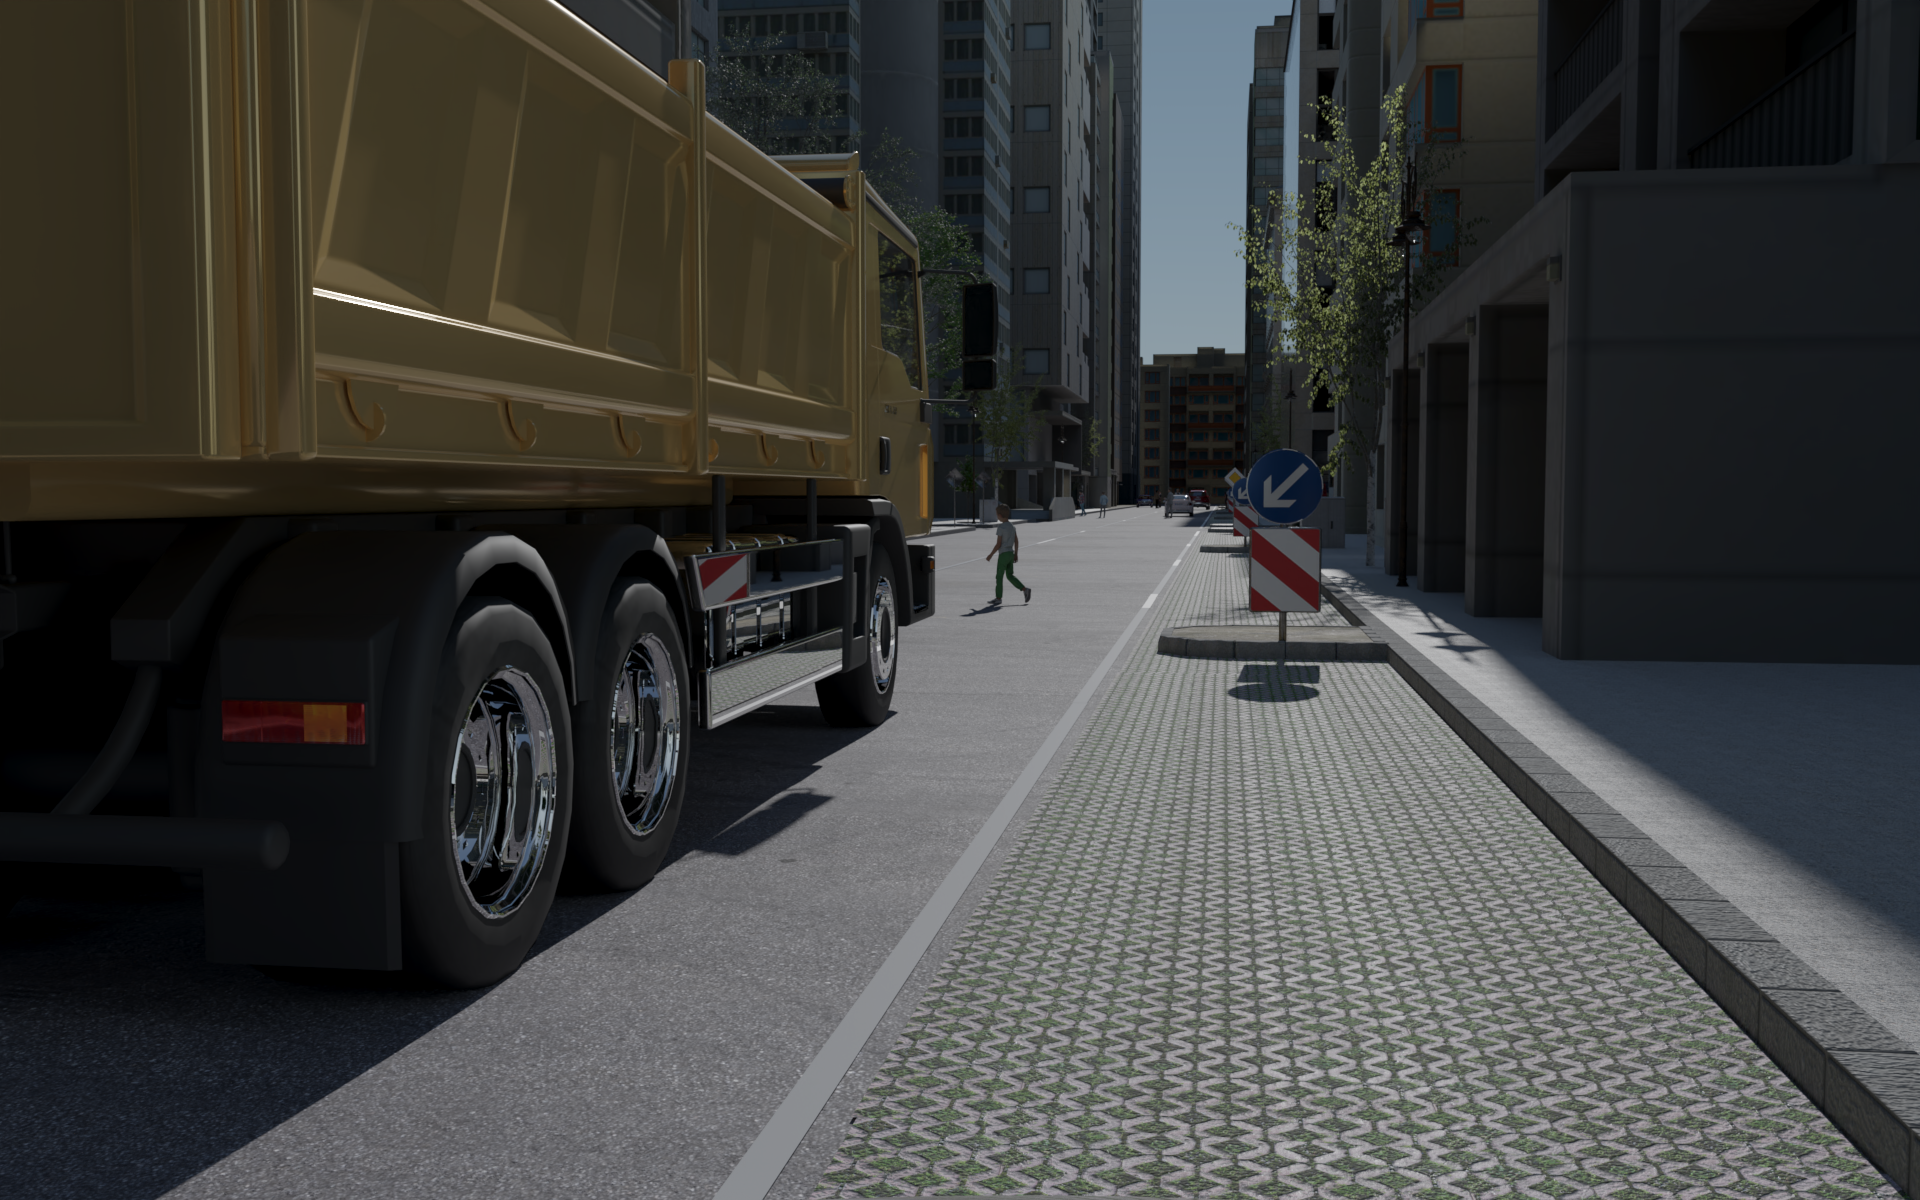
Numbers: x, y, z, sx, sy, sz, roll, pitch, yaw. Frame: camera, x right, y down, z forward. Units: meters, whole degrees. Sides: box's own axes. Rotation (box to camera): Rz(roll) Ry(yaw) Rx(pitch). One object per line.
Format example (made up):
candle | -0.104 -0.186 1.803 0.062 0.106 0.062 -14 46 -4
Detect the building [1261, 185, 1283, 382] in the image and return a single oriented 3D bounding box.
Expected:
building | 29.608 -20.537 133.039 12.463 27.353 25.104 1 4 9

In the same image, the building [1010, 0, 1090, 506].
building | -4.432 -33.114 130.657 28.713 52.752 27.495 1 4 9

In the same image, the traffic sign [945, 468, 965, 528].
traffic sign | -0.198 -3.837 66.375 0.795 2.450 0.064 1 4 9

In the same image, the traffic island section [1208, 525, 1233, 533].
traffic island section | 10.297 -2.603 64.835 2.009 0.180 2.903 1 4 9

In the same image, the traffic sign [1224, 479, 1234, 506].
traffic sign | 11.478 -4.221 72.655 0.795 2.450 0.064 1 4 9

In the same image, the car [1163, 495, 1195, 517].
car | 14.124 -6.071 111.629 2.083 1.381 4.827 0 4 7

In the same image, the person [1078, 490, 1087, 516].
person | 7.897 -6.259 111.672 0.643 1.720 0.563 0 4 -7

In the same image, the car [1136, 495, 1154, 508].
car | 19.575 -10.449 183.425 1.945 1.354 3.894 0 4 7

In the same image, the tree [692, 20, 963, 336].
tree | -5.015 -8.235 45.017 12.009 13.543 11.850 0 3 0

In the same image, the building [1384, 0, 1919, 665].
building | 15.407 -35.223 14.142 20.563 71.187 20.611 1 4 9

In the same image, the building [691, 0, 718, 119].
building | -16.282 -23.026 60.073 14.086 41.232 14.154 1 4 9

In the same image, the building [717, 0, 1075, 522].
building | -10.089 -24.829 97.831 32.217 40.220 23.993 1 4 9

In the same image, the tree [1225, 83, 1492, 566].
tree | 7.106 -4.917 30.760 4.360 8.622 3.978 0 3 0

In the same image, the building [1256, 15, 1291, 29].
building | 39.867 -33.540 172.080 21.300 48.544 21.600 1 4 9

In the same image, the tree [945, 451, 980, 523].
tree | 0.398 -5.059 77.318 1.663 3.219 1.824 0 3 0

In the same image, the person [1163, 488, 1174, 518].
person | 12.417 -5.774 103.110 0.583 1.804 0.606 2 4 32

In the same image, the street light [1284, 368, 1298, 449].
street light | 12.128 -5.557 63.644 0.468 5.910 1.993 1 4 9

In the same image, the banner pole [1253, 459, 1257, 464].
banner pole | 20.876 -8.114 122.686 0.401 3.779 0.863 2 4 24

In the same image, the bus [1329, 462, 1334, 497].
bus | 21.167 -4.428 67.262 13.247 3.499 2.948 0 4 7

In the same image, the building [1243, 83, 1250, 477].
building | 42.966 -34.918 194.610 21.300 48.544 21.600 1 4 9

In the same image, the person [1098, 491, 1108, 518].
person | 8.629 -5.745 104.236 0.589 1.601 0.330 -1 4 -14

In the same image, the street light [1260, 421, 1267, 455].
street light | 18.787 -8.217 107.131 0.468 5.910 1.993 1 4 9

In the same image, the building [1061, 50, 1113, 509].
building | 6.252 -28.901 156.128 14.154 41.232 14.086 1 4 9

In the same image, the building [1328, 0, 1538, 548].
building | 25.095 -12.368 47.255 27.650 21.520 28.899 1 4 9

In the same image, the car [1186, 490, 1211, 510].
car | 21.697 -9.105 157.537 2.281 1.827 5.304 1 4 10

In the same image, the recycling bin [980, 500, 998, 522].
recycling bin | 1.305 -4.063 78.983 0.722 1.027 0.722 -1 4 -10

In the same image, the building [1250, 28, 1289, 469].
building | 33.247 -28.850 155.296 14.154 41.232 14.086 1 4 9

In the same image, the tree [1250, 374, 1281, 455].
tree | 19.015 -9.252 101.632 4.737 8.622 4.395 0 3 0

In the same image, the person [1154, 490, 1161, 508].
person | 19.692 -10.053 172.879 0.705 1.823 1.348 -1 4 -23

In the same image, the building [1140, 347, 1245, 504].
building | 35.291 -24.351 243.185 28.899 21.520 27.650 1 4 9

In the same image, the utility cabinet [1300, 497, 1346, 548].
utility cabinet | 8.592 -1.827 41.034 1.020 1.237 0.306 0 4 1

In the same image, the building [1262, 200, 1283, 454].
building | 24.671 -16.082 112.088 9.793 20.994 18.267 1 4 9

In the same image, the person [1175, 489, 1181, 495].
person | 17.328 -7.940 138.192 0.514 1.842 0.818 -3 5 -41

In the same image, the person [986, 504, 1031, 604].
person | 0.636 -0.602 22.590 0.590 1.304 0.306 1 4 19

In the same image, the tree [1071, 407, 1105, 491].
tree | 10.083 -11.970 146.077 4.360 8.622 3.978 0 3 0

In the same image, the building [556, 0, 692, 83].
building | -17.329 -24.485 24.024 21.300 48.544 21.600 1 4 9

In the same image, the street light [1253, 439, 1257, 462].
street light | 24.917 -10.608 146.234 0.468 5.910 1.993 1 4 9

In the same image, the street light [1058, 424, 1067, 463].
street light | 6.704 -8.614 113.633 0.468 5.910 1.993 1 4 9

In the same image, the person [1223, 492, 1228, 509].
person | 25.626 -9.617 167.212 0.415 1.643 0.593 0 4 -6

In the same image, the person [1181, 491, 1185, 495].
person | 24.790 -11.222 191.988 0.705 1.823 1.348 3 5 44

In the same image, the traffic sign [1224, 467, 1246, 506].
traffic sign | 10.272 -3.738 64.762 0.795 2.450 0.064 1 4 9

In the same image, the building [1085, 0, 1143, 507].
building | 11.708 -47.477 214.493 20.611 71.187 20.563 1 4 9

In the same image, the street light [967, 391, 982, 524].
street light | 0.597 -6.223 74.526 0.468 5.910 1.993 1 4 9

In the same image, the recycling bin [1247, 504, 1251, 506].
recycling bin | 23.146 -7.641 137.483 0.722 1.027 0.722 2 4 25

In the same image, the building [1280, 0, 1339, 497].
building | 32.217 -16.759 78.533 34.151 26.468 19.350 1 4 9

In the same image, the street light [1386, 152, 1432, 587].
street light | 6.140 -3.123 23.855 0.468 5.910 1.993 1 4 9

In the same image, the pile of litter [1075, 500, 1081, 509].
pile of litter | 9.910 -8.172 147.577 1.176 0.858 1.719 2 4 29

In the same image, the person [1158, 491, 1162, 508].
person | 20.878 -10.570 182.124 0.742 1.727 0.445 2 4 32

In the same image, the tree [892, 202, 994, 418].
tree | -2.407 -8.126 58.619 9.928 11.665 9.643 0 3 0

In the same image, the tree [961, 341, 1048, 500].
tree | 1.953 -8.046 81.919 4.737 8.622 4.395 0 3 0

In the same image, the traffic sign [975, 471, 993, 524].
traffic sign | 1.008 -4.320 74.269 0.795 2.450 0.064 1 4 9

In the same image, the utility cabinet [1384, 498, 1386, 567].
utility cabinet | 7.802 -1.149 29.947 0.306 1.237 1.020 -2 4 -30

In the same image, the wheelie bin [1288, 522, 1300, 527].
wheelie bin | 11.431 -3.086 58.364 0.980 1.594 0.693 0 4 -7

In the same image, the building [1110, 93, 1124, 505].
building | 10.628 -33.079 190.953 14.600 45.320 14.200 1 4 9

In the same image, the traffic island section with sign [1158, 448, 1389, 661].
traffic island section with sign | 2.836 -0.443 15.864 1.989 1.847 2.006 1 4 9

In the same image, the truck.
truck | -2.001 -0.785 8.760 3.469 3.379 9.791 1 4 9
